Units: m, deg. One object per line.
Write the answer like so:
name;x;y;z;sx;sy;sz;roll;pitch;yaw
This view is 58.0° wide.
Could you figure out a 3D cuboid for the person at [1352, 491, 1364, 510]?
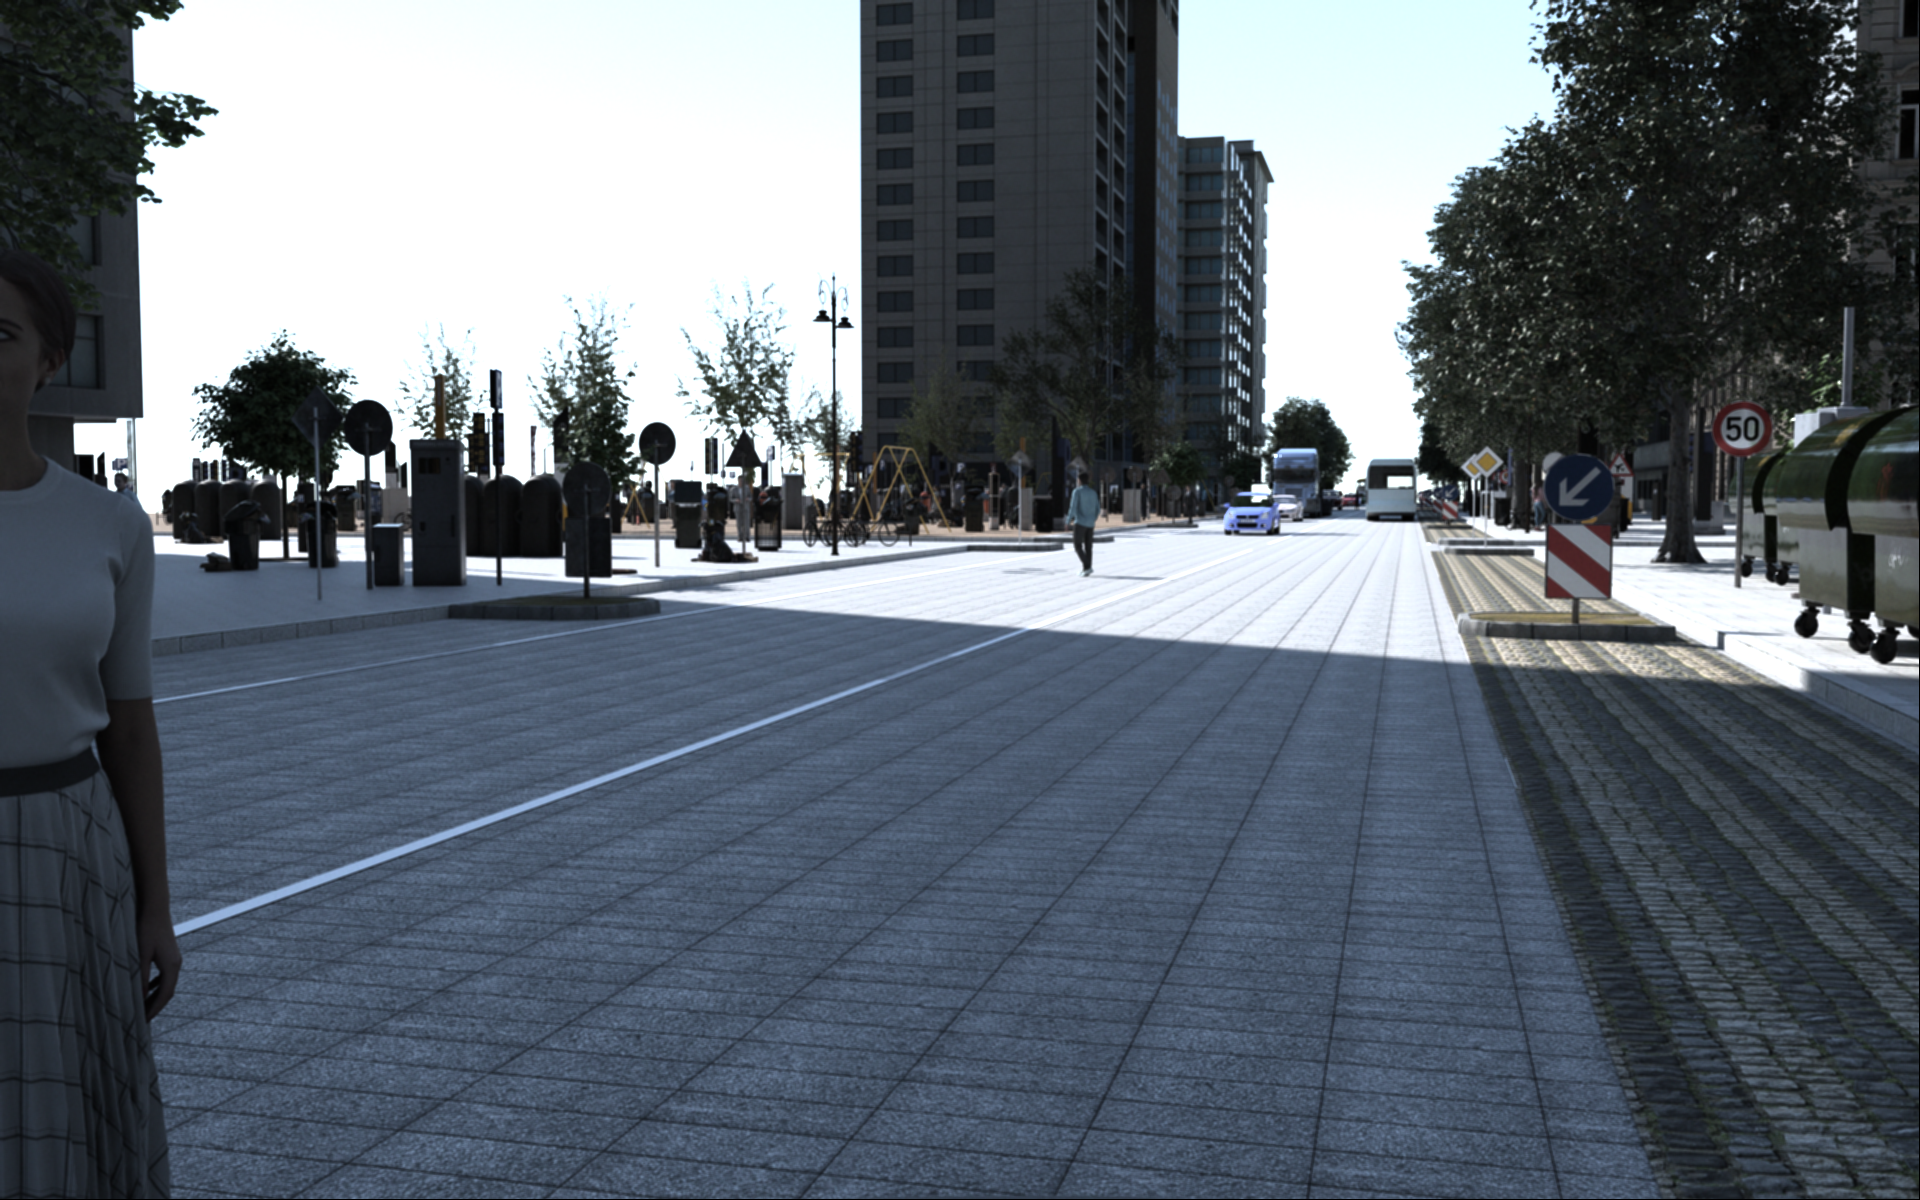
person;35.817;-8.982;156.031;1.217;1.739;0.721;3;5;42

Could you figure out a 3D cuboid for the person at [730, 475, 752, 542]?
person;-5.862;-2.460;46.464;0.606;1.804;0.583;-1;4;-12

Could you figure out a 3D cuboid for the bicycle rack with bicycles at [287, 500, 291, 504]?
bicycle rack with bicycles;-50.905;-7.045;128.567;2.852;0.926;2.925;-2;4;-28

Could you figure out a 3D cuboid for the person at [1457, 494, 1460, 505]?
person;59.342;-12.197;206.192;0.721;1.736;1.217;2;4;29

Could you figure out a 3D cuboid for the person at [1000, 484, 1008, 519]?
person;2.160;-5.011;88.143;0.590;1.801;0.661;0;4;-6

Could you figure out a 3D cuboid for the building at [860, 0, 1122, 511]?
building;4.786;-42.901;139.679;20.563;71.187;20.611;1;4;14

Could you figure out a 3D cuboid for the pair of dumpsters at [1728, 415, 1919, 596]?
pair of dumpsters;12.144;-1.351;24.586;1.574;2.255;4.437;1;4;14

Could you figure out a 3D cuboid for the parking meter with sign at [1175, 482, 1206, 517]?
parking meter with sign;13.085;-6.251;98.458;1.738;3.016;0.543;1;4;20

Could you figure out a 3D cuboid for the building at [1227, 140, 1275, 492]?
building;32.255;-41.243;263.562;28.713;52.752;27.495;1;4;14

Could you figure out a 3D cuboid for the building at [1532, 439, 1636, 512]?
building;70.056;-19.634;166.056;27.650;21.520;28.899;1;4;14

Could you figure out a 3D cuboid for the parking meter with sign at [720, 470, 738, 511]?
parking meter with sign;-17.032;-8.096;128.633;0.543;3.016;1.738;2;4;35

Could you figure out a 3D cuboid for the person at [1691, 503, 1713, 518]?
person;25.715;-2.976;60.201;1.012;1.151;0.738;-1;4;-15

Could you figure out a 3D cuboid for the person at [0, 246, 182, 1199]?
person;-1.200;0.423;2.149;0.480;1.755;0.524;-3;5;-44

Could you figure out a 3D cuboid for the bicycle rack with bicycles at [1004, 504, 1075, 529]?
bicycle rack with bicycles;2.652;-3.090;63.909;2.852;0.926;2.925;2;4;31

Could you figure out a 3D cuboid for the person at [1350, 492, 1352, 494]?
person;49.217;-12.814;218.688;0.721;1.739;1.217;1;4;20

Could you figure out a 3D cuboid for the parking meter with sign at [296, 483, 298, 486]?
parking meter with sign;-46.971;-7.789;123.608;1.738;3.016;0.543;3;4;36

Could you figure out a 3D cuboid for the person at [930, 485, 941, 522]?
person;-1.117;-4.500;80.618;0.522;1.701;0.512;2;4;25

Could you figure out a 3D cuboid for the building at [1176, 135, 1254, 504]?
building;27.325;-37.614;234.594;23.786;49.044;30.456;1;4;14

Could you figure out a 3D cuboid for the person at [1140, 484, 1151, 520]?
person;9.004;-4.776;84.554;0.576;1.772;0.534;-3;5;-40

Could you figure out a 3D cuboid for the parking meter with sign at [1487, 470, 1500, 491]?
parking meter with sign;28.548;-5.920;93.057;0.543;3.016;1.738;2;4;34

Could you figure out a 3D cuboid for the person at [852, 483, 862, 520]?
person;-4.302;-4.107;73.471;0.520;1.790;0.573;2;4;32

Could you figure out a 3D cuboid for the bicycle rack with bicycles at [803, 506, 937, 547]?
bicycle rack with bicycles;-2.677;-1.801;42.831;2.925;0.926;2.852;-3;5;-42

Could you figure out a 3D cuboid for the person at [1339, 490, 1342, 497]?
person;40.622;-10.787;184.807;0.705;1.831;1.348;1;4;15

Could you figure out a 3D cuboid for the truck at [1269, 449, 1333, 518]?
truck;21.529;-7.243;108.181;2.967;4.110;18.799;1;4;15

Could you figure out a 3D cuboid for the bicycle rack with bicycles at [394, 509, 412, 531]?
bicycle rack with bicycles;-18.156;-2.841;59.834;2.925;0.926;2.852;0;4;5

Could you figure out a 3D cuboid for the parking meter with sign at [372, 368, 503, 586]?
parking meter with sign;-7.316;-1.712;24.246;1.738;3.016;0.543;0;4;-5

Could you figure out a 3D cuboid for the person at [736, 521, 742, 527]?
person;-8.550;-3.783;68.101;0.583;1.804;0.606;0;4;-5

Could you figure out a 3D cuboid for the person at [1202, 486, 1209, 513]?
person;16.762;-6.908;119.002;0.620;1.820;0.660;-1;4;-8

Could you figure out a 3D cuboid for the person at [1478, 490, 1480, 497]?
person;51.327;-10.078;171.751;0.756;1.711;0.436;1;4;11

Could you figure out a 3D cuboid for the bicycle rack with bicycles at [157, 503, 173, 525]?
bicycle rack with bicycles;-32.422;-3.645;72.974;2.852;0.926;2.925;0;4;-6

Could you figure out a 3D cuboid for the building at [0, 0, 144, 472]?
building;-25.033;-21.396;33.414;14.086;41.232;14.154;1;4;14

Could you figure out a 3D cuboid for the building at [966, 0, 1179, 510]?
building;13.379;-45.034;174.550;20.563;71.187;20.611;1;4;14

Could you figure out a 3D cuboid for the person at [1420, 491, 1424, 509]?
person;44.552;-9.632;166.920;0.436;1.711;0.756;2;4;27

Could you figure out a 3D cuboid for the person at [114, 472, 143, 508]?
person;-12.472;-1.098;25.808;0.589;1.601;0.330;1;4;13

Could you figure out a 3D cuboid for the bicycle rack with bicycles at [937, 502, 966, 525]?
bicycle rack with bicycles;-0.457;-3.673;73.434;2.925;0.926;2.852;0;4;-1

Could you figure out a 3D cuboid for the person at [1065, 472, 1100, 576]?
person;2.185;-1.329;30.254;0.660;1.820;0.620;-3;5;-40

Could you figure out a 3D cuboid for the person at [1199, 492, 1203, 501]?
person;21.302;-9.092;154.676;1.348;1.826;0.705;1;4;20

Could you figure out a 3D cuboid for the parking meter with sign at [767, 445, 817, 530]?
parking meter with sign;-6.009;-4.029;62.138;1.738;3.016;0.543;-2;4;-30

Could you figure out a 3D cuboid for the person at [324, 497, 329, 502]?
person;-15.416;-1.882;41.822;0.382;1.210;0.505;-2;4;-33

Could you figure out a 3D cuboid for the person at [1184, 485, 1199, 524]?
person;10.812;-4.488;81.661;0.659;1.850;0.755;3;4;38

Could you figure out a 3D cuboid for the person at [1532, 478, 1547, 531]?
person;19.935;-3.271;59.531;0.388;1.821;0.555;-3;4;-36

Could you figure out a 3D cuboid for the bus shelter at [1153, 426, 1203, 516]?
bus shelter;13.155;-7.783;104.886;2.179;5.291;8.768;1;4;14

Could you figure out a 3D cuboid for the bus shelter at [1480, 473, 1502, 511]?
bus shelter;36.129;-7.766;118.255;1.731;3.624;6.357;1;4;15

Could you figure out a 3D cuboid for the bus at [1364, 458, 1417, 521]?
bus;23.730;-6.150;95.418;2.948;3.499;13.247;1;4;14

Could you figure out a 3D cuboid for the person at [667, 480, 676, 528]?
person;-10.694;-3.569;64.596;0.606;1.804;0.583;0;4;8

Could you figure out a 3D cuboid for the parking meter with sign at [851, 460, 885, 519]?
parking meter with sign;-4.729;-5.622;88.175;1.738;3.016;0.543;2;4;25

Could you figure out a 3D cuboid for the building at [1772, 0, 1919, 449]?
building;41.499;-15.913;57.434;25.104;27.353;12.463;1;4;14

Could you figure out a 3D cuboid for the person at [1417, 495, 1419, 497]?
person;71.745;-15.904;271.719;0.628;1.438;0.799;1;4;16

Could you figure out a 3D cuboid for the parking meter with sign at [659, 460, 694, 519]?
parking meter with sign;-14.516;-5.640;88.476;1.738;3.016;0.543;-1;4;-20

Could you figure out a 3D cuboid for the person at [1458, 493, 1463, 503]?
person;68.351;-14.131;237.171;1.350;1.814;0.705;1;4;10

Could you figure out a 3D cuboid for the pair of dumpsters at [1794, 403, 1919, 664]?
pair of dumpsters;7.590;-0.664;13.353;1.574;2.255;4.437;1;4;14

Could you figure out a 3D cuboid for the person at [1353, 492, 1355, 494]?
person;56.226;-14.565;247.089;0.683;1.767;0.568;1;4;15

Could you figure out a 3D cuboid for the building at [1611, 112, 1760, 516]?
building;47.614;-17.295;101.834;14.314;24.678;30.058;1;4;14

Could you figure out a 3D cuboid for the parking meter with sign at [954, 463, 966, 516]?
parking meter with sign;-0.077;-6.087;95.787;0.543;3.016;1.738;1;4;10

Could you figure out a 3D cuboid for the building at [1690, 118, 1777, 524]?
building;39.327;-13.089;78.633;10.561;19.102;19.286;1;4;14

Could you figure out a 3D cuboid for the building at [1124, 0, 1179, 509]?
building;11.794;-30.978;156.603;14.600;45.320;14.200;1;4;14

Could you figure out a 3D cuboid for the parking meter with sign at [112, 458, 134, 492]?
parking meter with sign;-42.675;-5.654;88.706;1.738;3.016;0.543;2;4;35
